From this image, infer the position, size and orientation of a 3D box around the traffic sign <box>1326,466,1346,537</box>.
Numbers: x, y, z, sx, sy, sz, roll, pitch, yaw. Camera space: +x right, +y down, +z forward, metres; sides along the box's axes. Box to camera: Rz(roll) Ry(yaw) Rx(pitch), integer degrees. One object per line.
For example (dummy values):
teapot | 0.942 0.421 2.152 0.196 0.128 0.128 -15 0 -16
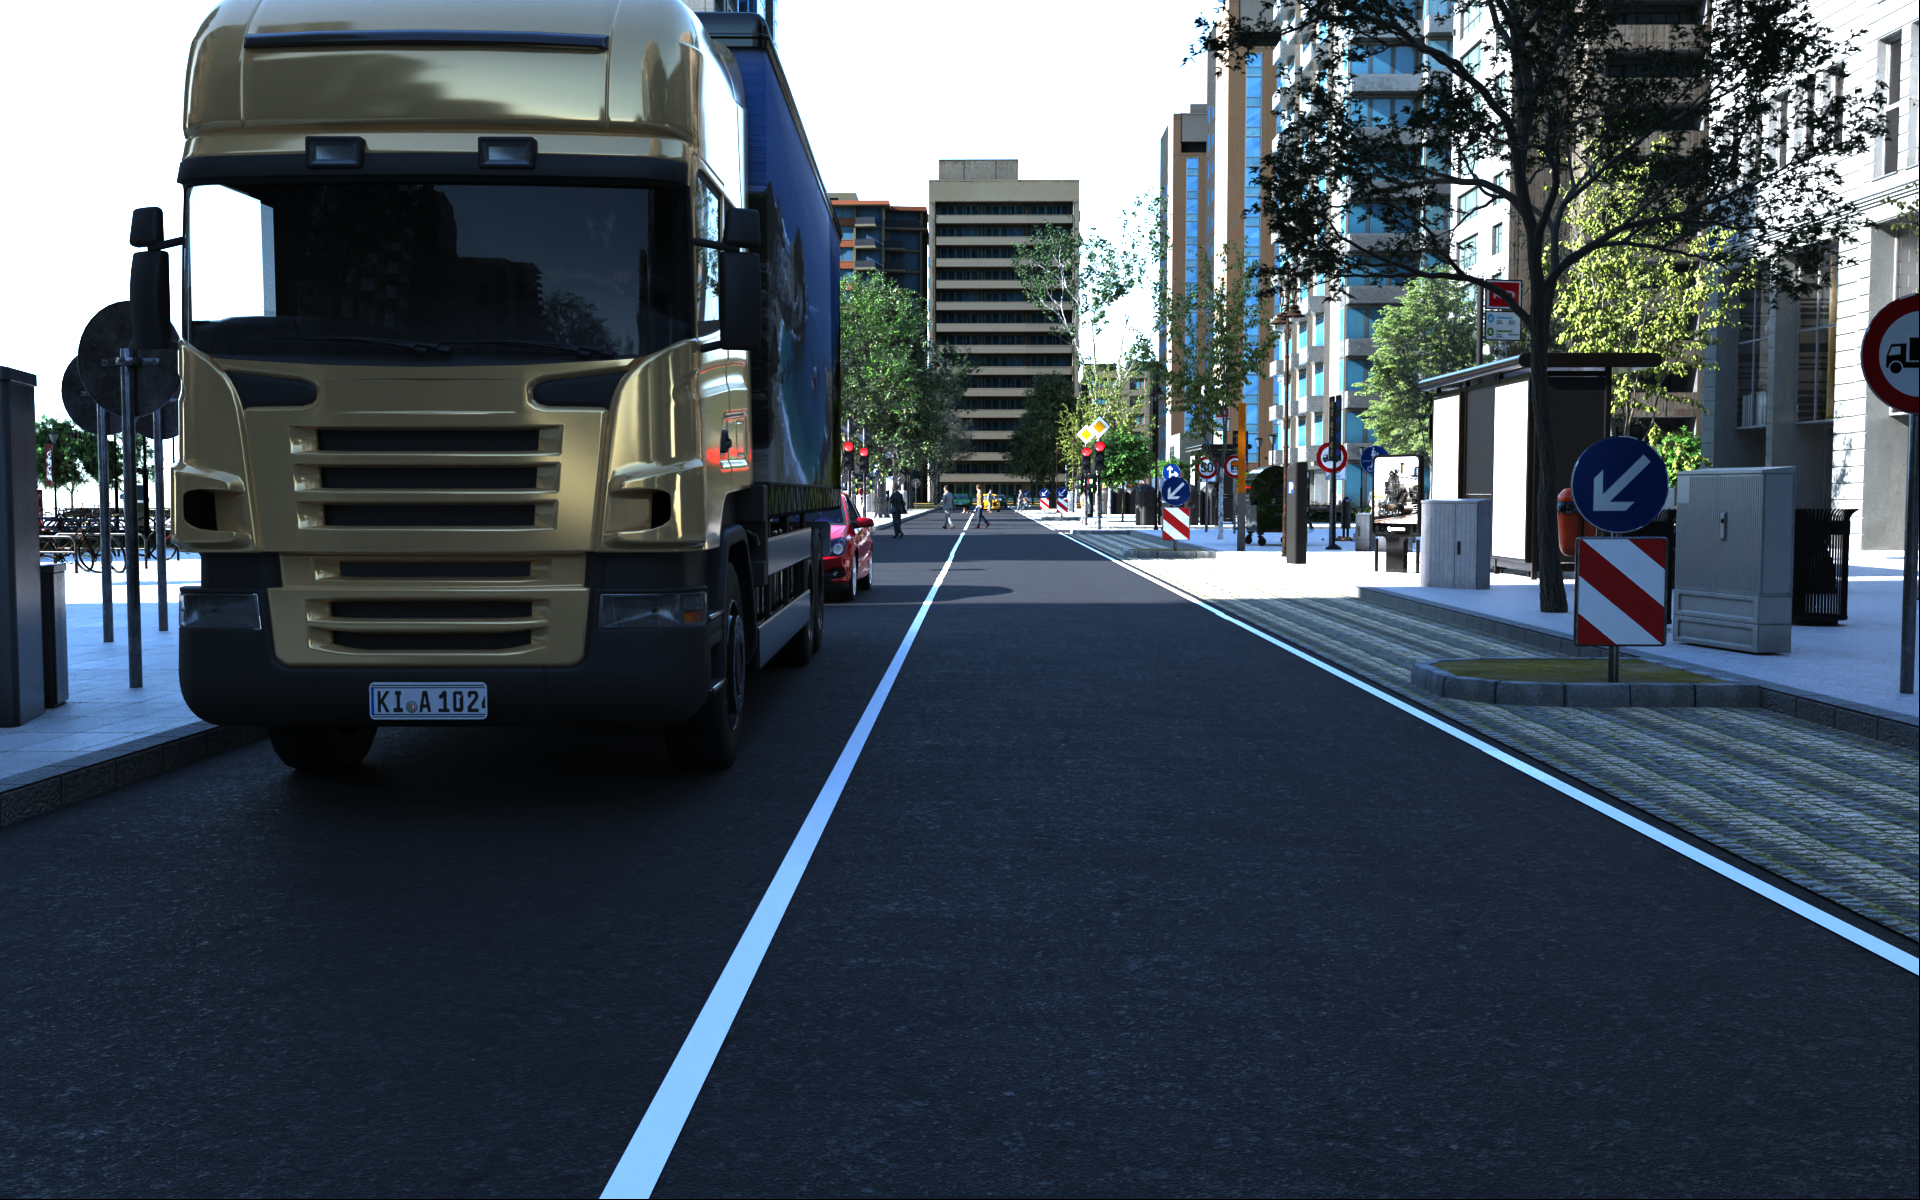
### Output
traffic sign | 11.054 -2.989 51.000 0.606 2.300 0.079 1 4 10

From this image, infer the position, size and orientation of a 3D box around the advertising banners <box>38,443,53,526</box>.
advertising banners | -31.588 -3.859 59.282 0.090 3.025 2.074 0 4 4

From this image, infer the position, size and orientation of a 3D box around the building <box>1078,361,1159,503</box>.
building | 32.737 -25.189 256.874 28.899 21.520 27.650 0 4 1

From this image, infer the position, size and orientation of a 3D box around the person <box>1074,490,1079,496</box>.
person | 13.482 -12.108 204.523 1.217 1.766 0.721 0 4 2

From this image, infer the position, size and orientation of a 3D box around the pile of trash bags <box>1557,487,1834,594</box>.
pile of trash bags | 9.691 -0.817 23.116 3.447 1.369 1.912 0 4 5

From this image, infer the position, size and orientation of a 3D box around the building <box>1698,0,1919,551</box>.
building | 25.807 -15.609 32.695 11.434 29.767 29.804 0 4 1

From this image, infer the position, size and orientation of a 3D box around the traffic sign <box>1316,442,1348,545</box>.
traffic sign | 8.988 -2.558 41.935 0.768 2.556 0.104 0 4 2

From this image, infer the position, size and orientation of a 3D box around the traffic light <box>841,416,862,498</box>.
traffic light | -3.972 -4.496 62.422 0.839 4.253 0.868 0 4 1

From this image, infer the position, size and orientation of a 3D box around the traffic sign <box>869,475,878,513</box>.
traffic sign | -5.814 -6.998 114.516 0.768 2.556 0.104 1 4 9

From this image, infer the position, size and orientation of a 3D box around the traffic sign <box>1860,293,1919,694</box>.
traffic sign | 6.099 -0.671 11.080 0.768 2.556 0.104 0 4 1

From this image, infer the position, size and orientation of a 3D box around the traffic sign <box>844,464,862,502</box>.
traffic sign | -4.496 -4.432 72.571 0.768 2.556 0.104 0 4 5

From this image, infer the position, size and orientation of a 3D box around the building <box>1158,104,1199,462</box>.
building | 30.573 -33.612 199.661 14.600 45.320 14.200 0 4 1

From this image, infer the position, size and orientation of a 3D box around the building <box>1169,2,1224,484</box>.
building | 34.299 -52.768 175.435 22.319 86.520 31.000 0 4 1

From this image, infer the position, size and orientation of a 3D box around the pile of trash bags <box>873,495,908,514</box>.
pile of trash bags | -4.747 -6.261 112.123 1.912 1.369 3.447 -2 4 -25

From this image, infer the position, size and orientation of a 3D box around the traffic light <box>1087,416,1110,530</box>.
traffic light | 4.988 -4.489 62.319 0.839 4.253 0.868 0 4 1

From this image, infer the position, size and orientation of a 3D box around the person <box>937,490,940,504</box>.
person | -2.486 -12.033 203.579 0.742 1.727 0.445 3 5 42

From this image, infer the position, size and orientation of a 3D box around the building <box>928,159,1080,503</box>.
building | 6.291 -38.490 253.015 21.600 48.544 21.300 0 4 1

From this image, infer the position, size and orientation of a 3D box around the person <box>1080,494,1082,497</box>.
person | 12.702 -10.384 175.917 1.348 1.812 0.705 -2 4 -31

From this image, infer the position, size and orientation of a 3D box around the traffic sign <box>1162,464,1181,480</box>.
traffic sign | 8.901 -4.456 72.967 0.768 2.556 0.104 1 4 9

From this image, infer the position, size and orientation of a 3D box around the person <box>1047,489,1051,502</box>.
person | 8.900 -10.250 173.622 0.705 1.826 1.348 1 4 19

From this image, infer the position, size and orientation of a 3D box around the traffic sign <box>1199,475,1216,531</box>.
traffic sign | 8.532 -3.526 59.783 0.606 2.300 0.079 1 4 10

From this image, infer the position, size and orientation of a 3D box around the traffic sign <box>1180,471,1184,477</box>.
traffic sign | 11.872 -5.780 94.615 0.768 2.556 0.104 0 4 3

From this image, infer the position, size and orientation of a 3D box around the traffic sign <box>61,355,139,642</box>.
traffic sign | -7.387 -0.908 14.949 0.768 2.556 0.104 0 4 5

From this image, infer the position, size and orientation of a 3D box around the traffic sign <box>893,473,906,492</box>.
traffic sign | -3.598 -6.246 102.234 0.768 2.556 0.104 0 4 2

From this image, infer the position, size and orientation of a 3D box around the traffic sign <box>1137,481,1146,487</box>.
traffic sign | 10.158 -6.017 98.383 0.884 2.594 0.081 0 4 3

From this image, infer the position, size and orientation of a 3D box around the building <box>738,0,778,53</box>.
building | -32.768 -53.989 195.389 31.000 86.520 22.319 0 4 1

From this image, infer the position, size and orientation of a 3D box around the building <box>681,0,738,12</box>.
building | -28.372 -43.828 154.840 20.563 71.187 20.611 0 4 1

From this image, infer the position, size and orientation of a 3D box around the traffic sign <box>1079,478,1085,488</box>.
traffic sign | 9.806 -8.369 136.936 0.768 2.556 0.104 0 4 7

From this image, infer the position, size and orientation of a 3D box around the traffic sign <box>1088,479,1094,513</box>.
traffic sign | 9.040 -7.168 117.307 0.768 2.556 0.104 0 4 5

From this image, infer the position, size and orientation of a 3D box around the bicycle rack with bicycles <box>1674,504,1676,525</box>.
bicycle rack with bicycles | 25.314 -2.899 60.778 2.925 0.926 2.852 -2 4 -32

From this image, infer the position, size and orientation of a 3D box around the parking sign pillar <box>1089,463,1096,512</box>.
parking sign pillar | 9.597 -8.249 123.341 1.447 3.967 1.447 -1 4 -15

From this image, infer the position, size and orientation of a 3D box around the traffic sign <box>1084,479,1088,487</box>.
traffic sign | 9.362 -7.667 125.361 0.884 2.594 0.081 0 4 1

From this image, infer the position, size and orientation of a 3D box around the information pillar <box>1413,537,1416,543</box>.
information pillar | 11.889 -2.521 45.703 0.304 2.012 0.304 1 4 18

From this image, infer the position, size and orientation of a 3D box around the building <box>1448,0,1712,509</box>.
building | 34.264 -19.484 90.264 14.107 30.474 14.160 0 4 1

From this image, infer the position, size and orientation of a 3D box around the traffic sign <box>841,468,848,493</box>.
traffic sign | -5.845 -5.236 85.714 0.768 2.556 0.104 0 4 4

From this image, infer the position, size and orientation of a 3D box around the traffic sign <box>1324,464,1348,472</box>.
traffic sign | 11.786 -3.327 54.496 0.768 2.556 0.104 0 4 8

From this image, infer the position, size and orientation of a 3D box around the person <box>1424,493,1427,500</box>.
person | 20.339 -4.309 76.844 0.721 1.781 0.623 1 4 18

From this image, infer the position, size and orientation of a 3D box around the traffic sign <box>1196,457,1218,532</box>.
traffic sign | 8.281 -3.552 58.181 0.768 2.556 0.104 0 4 1

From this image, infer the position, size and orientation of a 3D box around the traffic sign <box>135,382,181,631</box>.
traffic sign | -7.472 -0.982 16.168 0.768 2.556 0.104 0 4 3

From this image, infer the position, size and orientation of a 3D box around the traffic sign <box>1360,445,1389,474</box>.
traffic sign | 10.899 -2.778 45.528 0.768 2.556 0.104 1 4 10

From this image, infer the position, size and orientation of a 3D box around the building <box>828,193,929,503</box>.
building | -18.929 -36.676 254.284 28.867 44.769 22.147 0 4 1

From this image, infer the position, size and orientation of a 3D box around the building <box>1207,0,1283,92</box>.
building | 29.664 -30.828 154.145 14.600 45.320 14.200 0 4 1

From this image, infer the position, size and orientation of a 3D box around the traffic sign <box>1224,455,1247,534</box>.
traffic sign | 8.884 -3.417 55.979 0.768 2.556 0.104 0 4 3

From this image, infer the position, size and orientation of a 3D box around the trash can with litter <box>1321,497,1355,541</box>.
trash can with litter | 10.837 -2.246 47.772 1.678 1.210 2.233 2 4 25

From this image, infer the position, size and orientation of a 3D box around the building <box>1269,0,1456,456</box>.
building | 35.575 -31.132 128.620 23.786 49.044 30.456 0 4 1

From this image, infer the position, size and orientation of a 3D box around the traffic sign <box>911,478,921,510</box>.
traffic sign | -3.564 -8.552 139.935 0.768 2.556 0.104 1 4 8

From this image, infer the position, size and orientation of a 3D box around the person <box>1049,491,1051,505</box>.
person | 10.143 -11.762 198.359 1.348 1.823 0.705 -3 5 -43

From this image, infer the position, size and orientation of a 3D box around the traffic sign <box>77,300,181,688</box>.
traffic sign | -5.472 -0.692 11.423 0.768 2.556 0.104 1 4 10

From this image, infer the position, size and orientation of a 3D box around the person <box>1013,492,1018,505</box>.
person | 6.637 -11.979 205.153 0.742 1.727 0.445 0 4 -4
